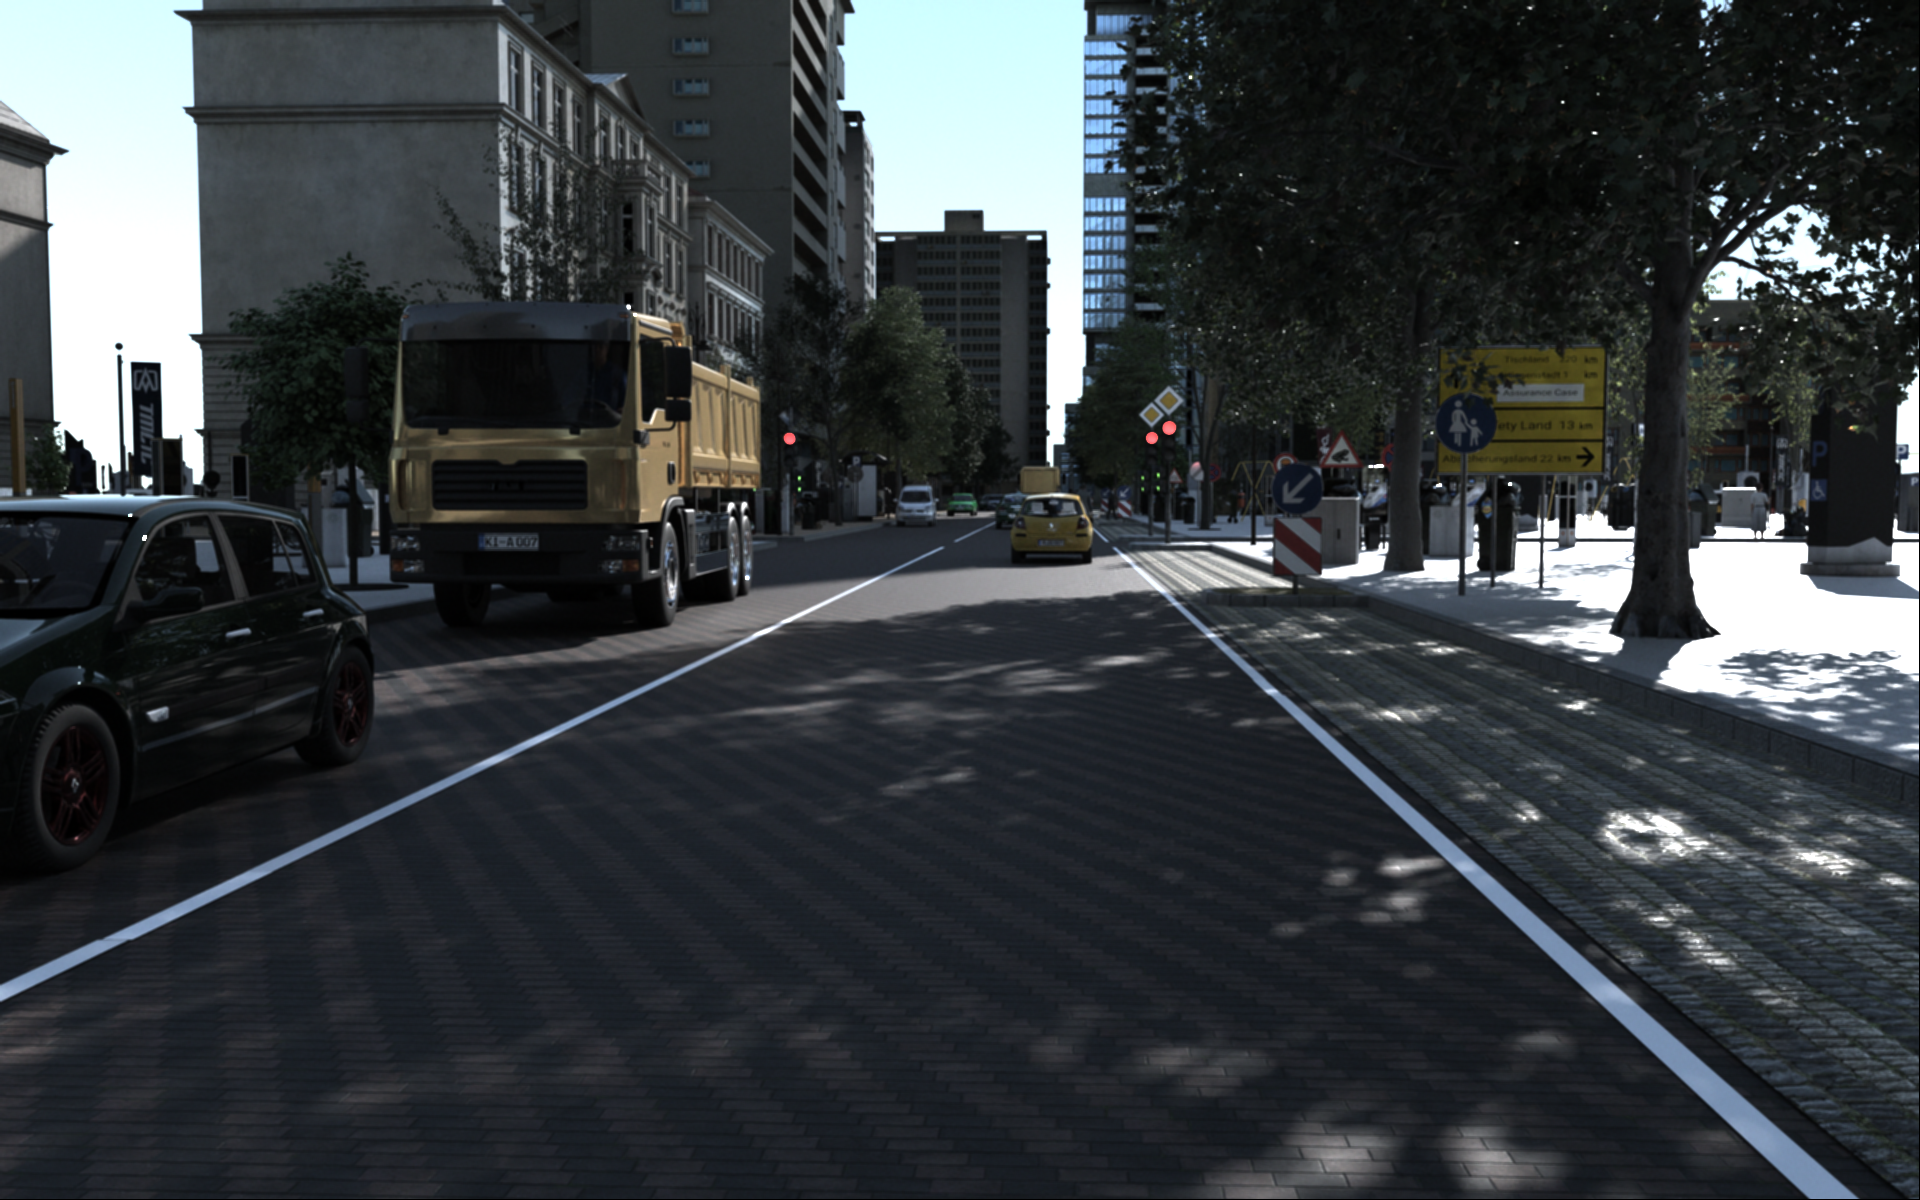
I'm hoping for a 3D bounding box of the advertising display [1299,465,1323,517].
[{"bbox_3d":[7.899,-2.049,38.713,0.123,1.923,0.974,-2,4,-29],"label":"advertising display"}]

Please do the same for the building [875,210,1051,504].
[{"bbox_3d":[0.492,-33.501,239.627,23.993,40.220,32.217,0,4,3],"label":"building"}]

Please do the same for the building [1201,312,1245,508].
[{"bbox_3d":[39.694,-20.268,176.423,27.650,21.520,28.899,0,4,3],"label":"building"}]

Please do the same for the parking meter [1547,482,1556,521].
[{"bbox_3d":[28.158,-4.694,82.457,0.255,1.863,0.399,0,4,-4],"label":"parking meter"}]

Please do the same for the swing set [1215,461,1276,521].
[{"bbox_3d":[14.088,-5.235,83.207,2.862,2.851,3.119,-1,4,-18],"label":"swing set"}]

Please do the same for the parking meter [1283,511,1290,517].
[{"bbox_3d":[16.092,-4.865,85.253,0.255,1.863,0.399,2,4,32],"label":"parking meter"}]

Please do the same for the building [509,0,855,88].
[{"bbox_3d":[-25.539,-35.233,165.296,28.713,52.752,27.495,0,4,3],"label":"building"}]

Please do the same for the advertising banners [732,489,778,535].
[{"bbox_3d":[-6.705,-3.590,54.885,2.074,3.025,0.090,0,4,5],"label":"advertising banners"}]

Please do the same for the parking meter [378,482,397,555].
[{"bbox_3d":[-12.167,-1.739,36.844,0.372,1.533,0.369,0,3,0],"label":"parking meter"}]

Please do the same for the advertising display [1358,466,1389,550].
[{"bbox_3d":[9.531,-2.126,39.975,0.974,1.923,0.123,-3,4,-38],"label":"advertising display"}]

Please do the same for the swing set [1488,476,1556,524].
[{"bbox_3d":[23.670,-4.562,72.202,3.119,2.851,2.862,0,4,0],"label":"swing set"}]

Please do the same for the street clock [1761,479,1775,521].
[{"bbox_3d":[38.083,-4.725,81.823,0.471,2.002,0.358,2,4,31],"label":"street clock"}]

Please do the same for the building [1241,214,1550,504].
[{"bbox_3d":[33.820,-42.695,136.307,20.563,71.187,20.611,0,4,3],"label":"building"}]

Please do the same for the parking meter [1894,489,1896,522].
[{"bbox_3d":[36.915,-3.692,68.768,0.372,1.533,0.369,0,3,0],"label":"parking meter"}]

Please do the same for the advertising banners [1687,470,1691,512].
[{"bbox_3d":[51.741,-7.735,122.647,0.090,3.025,2.074,1,4,8],"label":"advertising banners"}]

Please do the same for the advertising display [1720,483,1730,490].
[{"bbox_3d":[43.306,-5.681,98.098,0.123,1.923,0.974,0,4,-2],"label":"advertising display"}]

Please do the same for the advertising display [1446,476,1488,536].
[{"bbox_3d":[11.786,-2.145,40.279,0.974,1.923,0.123,-1,4,-11],"label":"advertising display"}]

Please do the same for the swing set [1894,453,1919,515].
[{"bbox_3d":[35.321,-4.189,66.116,3.119,2.851,2.862,1,4,23],"label":"swing set"}]

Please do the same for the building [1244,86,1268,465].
[{"bbox_3d":[32.423,-28.816,154.735,14.154,41.232,14.086,0,4,3],"label":"building"}]

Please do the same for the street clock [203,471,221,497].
[{"bbox_3d":[-23.349,-3.028,54.074,0.471,2.002,0.358,-3,5,-43],"label":"street clock"}]

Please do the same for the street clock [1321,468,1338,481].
[{"bbox_3d":[7.824,-1.964,36.689,0.358,2.002,0.471,2,4,30],"label":"street clock"}]

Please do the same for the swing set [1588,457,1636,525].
[{"bbox_3d":[28.478,-4.627,73.274,2.862,2.851,3.119,0,4,5],"label":"swing set"}]

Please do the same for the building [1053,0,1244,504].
[{"bbox_3d":[28.048,-56.141,230.574,31.000,86.520,22.319,0,4,3],"label":"building"}]

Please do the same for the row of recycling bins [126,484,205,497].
[{"bbox_3d":[-31.560,-3.779,68.903,1.069,1.692,3.534,2,4,32],"label":"row of recycling bins"}]

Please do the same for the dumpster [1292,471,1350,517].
[{"bbox_3d":[8.434,-2.120,40.418,1.264,1.857,1.865,0,4,3],"label":"dumpster"}]

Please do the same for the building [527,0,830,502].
[{"bbox_3d":[-22.572,-31.581,140.045,21.300,48.544,21.600,0,4,3],"label":"building"}]

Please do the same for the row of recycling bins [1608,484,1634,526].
[{"bbox_3d":[27.209,-3.814,69.476,1.069,1.692,3.534,-1,4,-10],"label":"row of recycling bins"}]

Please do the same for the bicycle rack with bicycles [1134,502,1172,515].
[{"bbox_3d":[12.284,-5.799,108.195,2.925,0.926,2.852,-1,4,-12],"label":"bicycle rack with bicycles"}]

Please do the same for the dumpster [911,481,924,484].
[{"bbox_3d":[-3.035,-7.183,119.939,1.502,2.255,1.985,0,4,3],"label":"dumpster"}]

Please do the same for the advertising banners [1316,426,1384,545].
[{"bbox_3d":[9.995,-2.956,44.521,0.090,3.025,2.074,-3,5,-44],"label":"advertising banners"}]

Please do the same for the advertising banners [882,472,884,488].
[{"bbox_3d":[-5.056,-7.330,116.030,0.090,3.025,2.074,-1,4,-9],"label":"advertising banners"}]

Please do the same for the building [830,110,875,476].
[{"bbox_3d":[-16.472,-30.803,187.222,14.086,41.232,14.154,0,4,3],"label":"building"}]

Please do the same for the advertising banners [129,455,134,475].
[{"bbox_3d":[-36.763,-5.045,78.674,0.090,3.025,2.074,2,4,29],"label":"advertising banners"}]

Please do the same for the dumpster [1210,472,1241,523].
[{"bbox_3d":[11.586,-4.530,76.563,1.502,2.255,1.985,0,4,3],"label":"dumpster"}]

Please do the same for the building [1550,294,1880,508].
[{"bbox_3d":[73.373,-20.261,176.305,28.899,21.520,27.650,0,4,3],"label":"building"}]

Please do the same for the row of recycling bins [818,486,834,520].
[{"bbox_3d":[-6.268,-4.904,87.289,1.069,1.692,3.534,1,4,17],"label":"row of recycling bins"}]

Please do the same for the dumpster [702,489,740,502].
[{"bbox_3d":[-8.176,-3.375,57.671,1.502,2.255,1.985,0,4,3],"label":"dumpster"}]

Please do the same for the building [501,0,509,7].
[{"bbox_3d":[-37.788,-39.280,184.225,28.212,58.520,21.231,0,4,3],"label":"building"}]

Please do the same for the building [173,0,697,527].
[{"bbox_3d":[-21.596,-16.131,82.831,14.460,24.649,34.723,0,4,3],"label":"building"}]

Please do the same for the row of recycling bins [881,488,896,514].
[{"bbox_3d":[-4.422,-6.455,112.659,3.534,1.692,1.069,-1,4,-16],"label":"row of recycling bins"}]

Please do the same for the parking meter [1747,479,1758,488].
[{"bbox_3d":[30.811,-3.774,67.409,0.399,1.863,0.255,-2,4,-35],"label":"parking meter"}]

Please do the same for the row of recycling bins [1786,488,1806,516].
[{"bbox_3d":[50.777,-5.833,102.485,3.534,1.692,1.069,3,5,41],"label":"row of recycling bins"}]

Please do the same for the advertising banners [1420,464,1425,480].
[{"bbox_3d":[27.729,-6.450,101.649,2.074,3.025,0.090,3,5,40],"label":"advertising banners"}]

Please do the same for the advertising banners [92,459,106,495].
[{"bbox_3d":[-43.415,-5.626,88.178,0.090,3.025,2.074,3,4,37],"label":"advertising banners"}]

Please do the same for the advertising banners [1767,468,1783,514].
[{"bbox_3d":[54.989,-7.473,118.377,2.074,3.025,0.090,0,4,-1],"label":"advertising banners"}]

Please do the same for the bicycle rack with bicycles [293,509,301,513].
[{"bbox_3d":[-15.924,-1.653,40.417,2.925,0.926,2.852,-1,4,-10],"label":"bicycle rack with bicycles"}]

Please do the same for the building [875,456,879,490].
[{"bbox_3d":[-25.515,-39.678,237.978,27.495,52.752,28.713,0,4,3],"label":"building"}]

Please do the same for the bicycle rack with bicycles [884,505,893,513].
[{"bbox_3d":[-5.411,-5.773,107.777,2.852,0.926,2.925,-3,5,-40],"label":"bicycle rack with bicycles"}]

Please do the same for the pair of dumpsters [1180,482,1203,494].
[{"bbox_3d":[13.379,-5.897,98.915,1.574,2.255,4.437,0,4,3],"label":"pair of dumpsters"}]

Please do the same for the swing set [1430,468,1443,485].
[{"bbox_3d":[29.680,-6.547,104.665,3.119,2.851,2.862,-2,4,-24],"label":"swing set"}]

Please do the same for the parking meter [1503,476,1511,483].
[{"bbox_3d":[13.242,-2.235,42.248,0.255,1.863,0.399,3,5,39],"label":"parking meter"}]

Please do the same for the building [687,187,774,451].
[{"bbox_3d":[-19.272,-16.791,110.695,11.583,22.565,21.152,0,4,3],"label":"building"}]

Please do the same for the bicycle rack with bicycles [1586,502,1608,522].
[{"bbox_3d":[30.322,-4.095,80.337,2.852,0.926,2.925,1,4,17],"label":"bicycle rack with bicycles"}]

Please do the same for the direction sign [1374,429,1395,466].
[{"bbox_3d":[14.782,-4.157,59.971,0.876,3.537,0.379,2,4,24],"label":"direction sign"}]

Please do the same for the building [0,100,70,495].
[{"bbox_3d":[-48.794,-12.643,71.342,19.286,19.102,10.561,0,4,3],"label":"building"}]

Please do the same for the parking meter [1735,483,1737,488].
[{"bbox_3d":[41.635,-5.318,92.665,0.255,1.863,0.399,3,4,36],"label":"parking meter"}]
